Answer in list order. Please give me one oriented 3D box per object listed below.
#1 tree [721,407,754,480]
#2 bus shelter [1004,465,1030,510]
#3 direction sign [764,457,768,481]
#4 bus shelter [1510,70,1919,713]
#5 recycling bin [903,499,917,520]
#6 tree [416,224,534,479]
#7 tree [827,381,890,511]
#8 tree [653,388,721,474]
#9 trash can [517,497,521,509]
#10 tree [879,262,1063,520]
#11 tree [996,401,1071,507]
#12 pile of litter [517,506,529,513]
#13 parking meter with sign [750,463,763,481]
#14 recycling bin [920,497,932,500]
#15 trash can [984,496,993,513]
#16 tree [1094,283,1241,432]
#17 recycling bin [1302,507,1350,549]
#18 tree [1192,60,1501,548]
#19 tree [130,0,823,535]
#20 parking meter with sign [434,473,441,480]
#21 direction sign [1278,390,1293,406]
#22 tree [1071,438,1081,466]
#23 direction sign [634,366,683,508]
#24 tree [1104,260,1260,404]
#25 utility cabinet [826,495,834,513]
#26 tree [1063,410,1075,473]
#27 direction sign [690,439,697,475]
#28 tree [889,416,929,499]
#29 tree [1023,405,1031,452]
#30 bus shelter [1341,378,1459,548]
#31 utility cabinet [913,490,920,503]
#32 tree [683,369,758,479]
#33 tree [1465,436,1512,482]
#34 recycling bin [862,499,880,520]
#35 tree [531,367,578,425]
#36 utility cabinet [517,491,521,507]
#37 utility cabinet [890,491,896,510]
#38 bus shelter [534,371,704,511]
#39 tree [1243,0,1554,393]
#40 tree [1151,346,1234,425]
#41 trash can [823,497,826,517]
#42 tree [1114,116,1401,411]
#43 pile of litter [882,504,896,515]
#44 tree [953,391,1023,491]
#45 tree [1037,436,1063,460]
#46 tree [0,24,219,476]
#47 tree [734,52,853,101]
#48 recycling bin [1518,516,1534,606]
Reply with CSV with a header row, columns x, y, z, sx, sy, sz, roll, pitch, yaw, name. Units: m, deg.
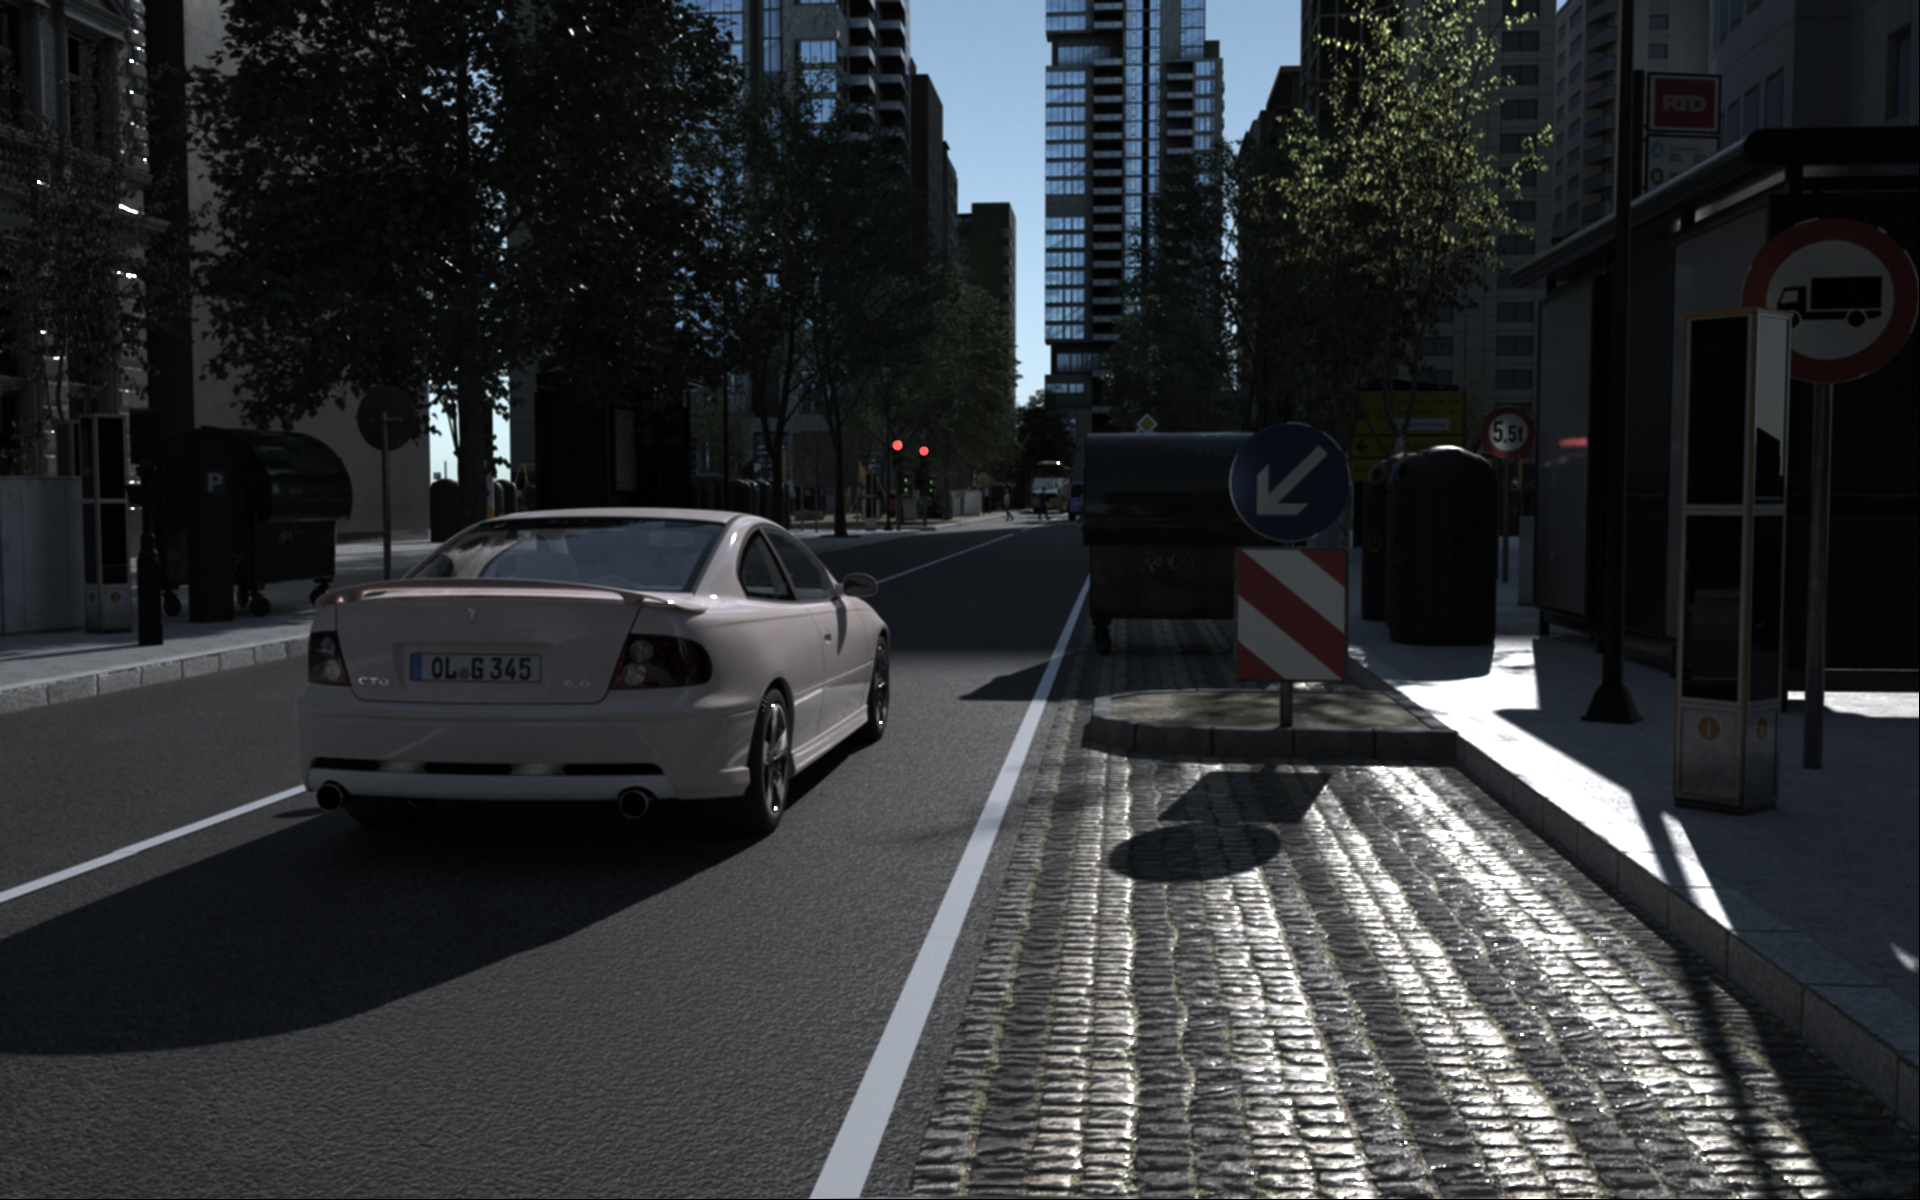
x,y,z,sx,sy,sz,roll,pitch,yaw,name
-18.333,-11.517,138.670,4.360,8.622,3.978,0,3,0,tree
4.648,-9.150,140.879,1.731,3.624,6.357,0,4,5,bus shelter
-11.846,-6.959,105.774,0.379,3.537,0.876,1,4,8,direction sign
5.961,-2.236,14.189,2.179,5.291,8.768,0,4,5,bus shelter
-2.524,-4.409,84.638,0.722,1.027,0.722,-1,4,-10,recycling bin
-10.305,-5.188,35.184,4.737,8.622,4.395,0,3,0,tree
-6.274,-9.836,111.186,4.360,8.622,3.978,0,3,0,tree
-17.202,-9.582,107.033,4.360,8.622,3.978,0,3,0,tree
-21.767,-4.534,85.780,0.748,1.137,0.748,0,3,0,trash can
-0.477,-10.218,85.189,7.486,12.596,7.792,0,3,0,tree
6.594,-14.663,174.160,7.601,10.594,8.767,1,4,11,tree
-15.437,-2.904,61.437,1.719,0.858,1.176,-1,4,-13,pile of litter
-11.683,-6.137,96.600,0.543,3.016,1.738,2,4,25,parking meter with sign
-2.557,-7.244,130.998,0.722,1.027,0.722,1,4,17,recycling bin
2.262,-7.492,134.145,0.748,1.137,0.748,0,3,0,trash can
12.806,-12.087,104.274,9.857,13.997,8.962,0,3,0,tree
7.026,-1.269,33.294,0.722,1.027,0.722,-1,4,-9,recycling bin
6.524,-4.860,29.827,4.737,8.622,4.395,0,3,0,tree
-7.141,-6.614,25.145,9.611,12.733,9.660,0,3,0,tree
-42.300,-8.764,139.552,0.543,3.016,1.738,0,4,-3,parking meter with sign
7.102,-2.807,37.886,0.379,3.537,0.876,2,4,30,direction sign
10.304,-16.663,206.859,8.767,10.594,7.601,0,4,6,tree
-5.332,-2.366,30.673,0.876,3.537,0.379,0,4,3,direction sign
17.486,-17.194,137.017,12.611,20.169,13.585,0,3,0,tree
-8.665,-6.529,117.909,1.020,1.237,0.306,2,4,35,utility cabinet
8.726,-16.455,187.158,7.486,12.596,7.792,0,3,0,tree
-11.179,-4.808,70.608,0.876,3.537,0.379,-1,4,-11,direction sign
-3.959,-11.622,140.388,4.737,8.622,4.395,0,3,0,tree
3.406,-11.134,132.399,4.737,8.622,4.395,0,3,0,tree
9.532,-2.854,37.952,1.731,3.624,6.357,0,4,6,bus shelter
-2.449,-5.394,96.864,0.318,1.500,1.173,0,4,-7,utility cabinet
-12.754,-8.672,92.145,4.737,8.622,4.395,0,3,0,tree
16.522,-3.719,55.415,1.663,3.219,1.824,0,3,0,tree
-4.497,-4.577,87.385,0.722,1.027,0.722,-1,4,-22,recycling bin
-21.042,-8.837,94.842,4.360,8.622,3.978,0,3,0,tree
-28.983,-6.384,113.054,1.173,1.500,0.318,2,4,29,utility cabinet
-4.340,-6.489,114.771,0.318,1.500,1.173,-2,4,-25,utility cabinet
-6.573,-2.629,34.274,1.731,3.624,6.357,0,4,6,bus shelter
5.645,-4.405,22.391,4.360,8.622,3.978,0,3,0,tree
11.463,-8.273,85.622,4.360,8.622,3.978,0,3,0,tree
-7.736,-5.130,95.528,0.748,1.137,0.748,0,3,0,trash can
8.134,-7.463,47.777,9.928,11.665,9.643,0,3,0,tree
-4.343,-5.733,107.701,1.719,0.858,1.176,1,4,15,pile of litter
1.453,-9.960,113.216,4.737,8.622,4.395,0,3,0,tree
10.228,-15.270,200.020,4.360,8.622,3.978,0,3,0,tree
-14.184,-4.741,27.883,4.360,8.622,3.978,0,3,0,tree
-4.600,-7.122,42.198,9.928,11.665,9.643,0,3,0,tree
6.918,-0.448,19.877,0.722,1.027,0.722,-2,4,-33,recycling bin
